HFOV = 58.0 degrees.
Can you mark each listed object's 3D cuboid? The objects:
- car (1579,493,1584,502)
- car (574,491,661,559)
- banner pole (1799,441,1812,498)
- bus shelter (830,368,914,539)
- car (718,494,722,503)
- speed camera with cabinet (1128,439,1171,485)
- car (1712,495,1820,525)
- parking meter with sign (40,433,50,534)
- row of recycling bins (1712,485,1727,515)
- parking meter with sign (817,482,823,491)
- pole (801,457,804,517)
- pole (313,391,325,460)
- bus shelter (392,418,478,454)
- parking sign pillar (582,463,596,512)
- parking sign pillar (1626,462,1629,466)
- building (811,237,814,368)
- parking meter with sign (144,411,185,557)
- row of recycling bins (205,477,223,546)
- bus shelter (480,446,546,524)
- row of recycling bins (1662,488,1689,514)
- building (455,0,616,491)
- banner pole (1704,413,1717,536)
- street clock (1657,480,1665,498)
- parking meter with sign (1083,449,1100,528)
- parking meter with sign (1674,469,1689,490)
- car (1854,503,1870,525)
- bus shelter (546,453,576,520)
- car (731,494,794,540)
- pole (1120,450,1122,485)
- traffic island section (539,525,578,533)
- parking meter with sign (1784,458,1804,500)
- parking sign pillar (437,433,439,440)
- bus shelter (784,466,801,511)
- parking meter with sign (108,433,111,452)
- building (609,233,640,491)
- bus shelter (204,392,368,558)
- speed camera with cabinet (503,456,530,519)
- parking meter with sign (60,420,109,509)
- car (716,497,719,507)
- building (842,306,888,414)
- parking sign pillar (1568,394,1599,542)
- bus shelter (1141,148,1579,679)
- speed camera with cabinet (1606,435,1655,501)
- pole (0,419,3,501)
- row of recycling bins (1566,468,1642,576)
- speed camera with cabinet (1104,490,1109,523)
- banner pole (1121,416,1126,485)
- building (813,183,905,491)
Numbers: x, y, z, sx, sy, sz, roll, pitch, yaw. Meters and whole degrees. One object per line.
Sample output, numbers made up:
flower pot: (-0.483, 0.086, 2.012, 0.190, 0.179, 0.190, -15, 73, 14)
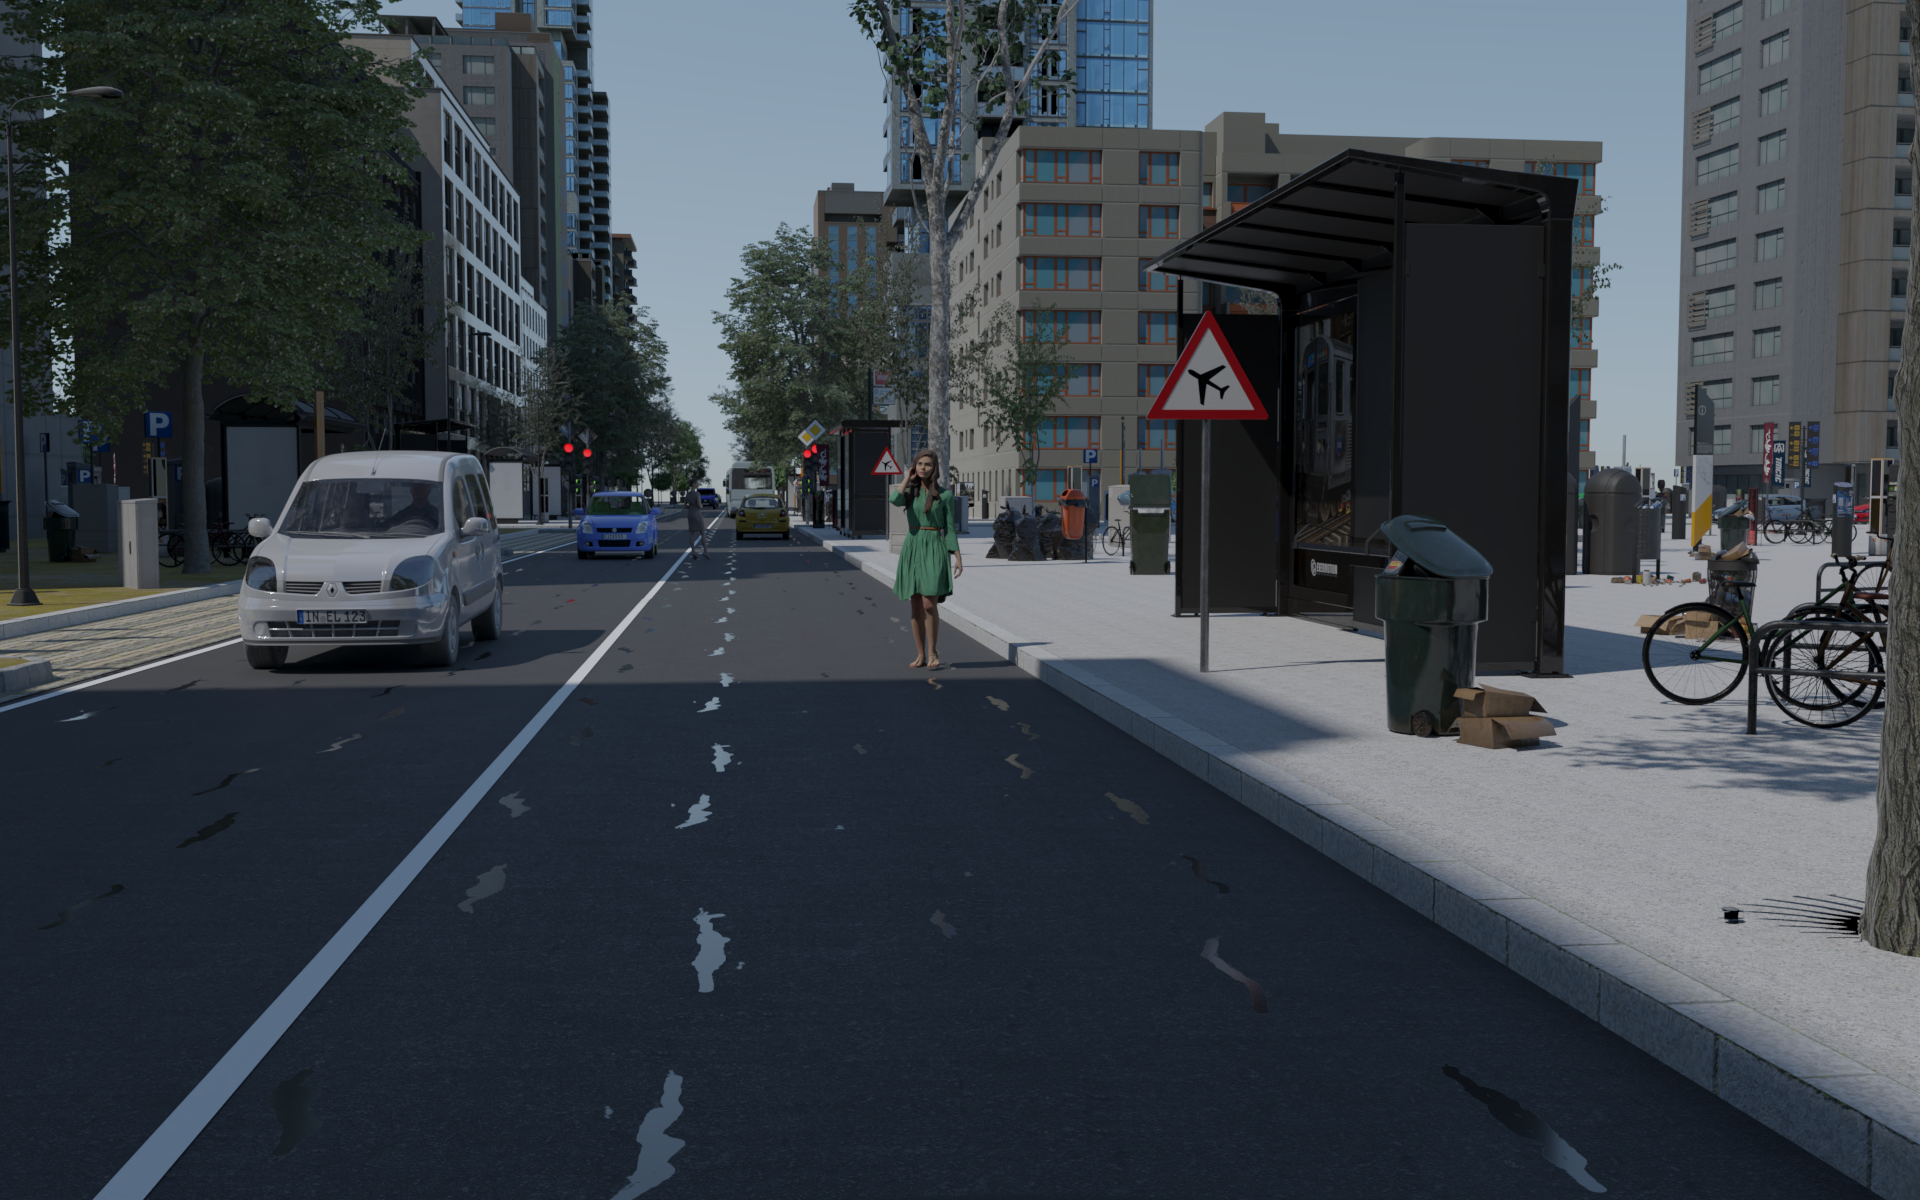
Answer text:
car: (27.059, -3.953, 73.424, 4.718, 1.807, 1.959, -1, 4, -9)
car: (-7.790, -1.830, 39.506, 1.945, 1.707, 3.694, -1, 4, -8)
banner pole: (39.612, -5.579, 81.230, 0.401, 3.779, 0.863, -1, 4, -18)
bus shelter: (-2.820, -4.615, 53.087, 2.179, 5.291, 8.768, 0, 4, -7)
car: (-38.819, -16.248, 275.436, 2.009, 1.686, 4.222, -1, 4, -9)
speed camera with cabinet: (6.571, -4.159, 62.342, 2.038, 3.252, 0.660, 1, 4, 9)
car: (34.580, -3.812, 74.322, 4.499, 1.417, 2.014, 0, 4, -8)
parking meter with sign: (-25.509, -3.288, 50.021, 0.543, 3.016, 1.738, 3, 5, 44)
row of recycling bins: (34.900, -4.466, 80.134, 1.069, 1.692, 3.534, 2, 4, 29)
parking meter with sign: (-8.707, -6.755, 106.699, 1.738, 3.016, 0.543, 3, 5, 41)
pole: (-8.640, -6.196, 95.154, 0.158, 3.312, 0.155, 0, 3, 0)
pole: (-12.732, -2.485, 34.468, 0.158, 3.312, 0.155, 0, 3, 0)
bus shelter: (-17.066, -3.997, 56.632, 1.731, 3.624, 6.357, 0, 4, -7)
parking sign pillar: (-24.952, -7.892, 117.504, 1.447, 3.967, 1.447, -1, 4, -21)
parking sign pillar: (56.018, -9.643, 146.136, 1.447, 3.967, 1.447, 2, 4, 34)
building: (-16.811, -36.301, 277.111, 14.154, 41.232, 14.086, 0, 4, -7)
parking meter with sign: (-16.337, -2.434, 36.060, 1.738, 3.016, 0.543, 3, 5, 44)
row of recycling bins: (-17.926, -2.219, 43.394, 1.069, 1.692, 3.534, 0, 4, -4)
bus shelter: (-19.729, -5.043, 76.369, 2.014, 3.302, 5.546, 0, 4, -7)
row of recycling bins: (46.579, -6.352, 110.970, 1.069, 1.692, 3.534, -3, 5, -40)
building: (-60.423, -57.296, 249.455, 22.319, 86.520, 31.000, 0, 4, -7)
banner pole: (23.120, -3.891, 53.628, 0.401, 3.779, 0.863, -1, 4, -15)
street clock: (34.962, -5.004, 86.390, 0.358, 2.002, 0.471, 0, 4, 1)
parking meter with sign: (5.083, -4.278, 66.213, 0.543, 3.016, 1.738, 0, 4, -3)
parking meter with sign: (50.169, -7.534, 119.436, 0.543, 3.016, 1.738, -3, 5, -41)
car: (40.803, -4.048, 75.227, 4.494, 1.783, 2.155, 0, 4, -7)
bus shelter: (-20.718, -5.739, 87.759, 2.014, 3.302, 5.546, 0, 4, -7)
car: (-6.348, -2.782, 55.705, 2.015, 1.641, 3.980, 0, 4, -6)
pole: (7.494, -5.270, 80.014, 0.158, 3.312, 0.155, 0, 3, 0)
traffic island section: (-14.499, -2.575, 64.376, 2.009, 0.180, 2.903, 0, 4, -7)
parking meter with sign: (40.214, -5.345, 83.654, 0.543, 3.016, 1.738, -1, 4, -9)
parking sign pillar: (-22.047, -5.101, 71.867, 1.447, 3.967, 1.447, 2, 4, 26)
bus shelter: (-11.980, -8.237, 128.604, 2.014, 3.302, 5.546, 0, 4, -7)
parking meter with sign: (-24.405, -3.194, 48.476, 0.543, 3.016, 1.738, 0, 4, -3)
building: (-63.704, -38.288, 280.634, 22.147, 44.769, 28.867, 0, 4, -7)
bus shelter: (-14.320, -2.645, 37.177, 2.014, 3.302, 5.546, 0, 4, -7)
speed camera with cabinet: (-22.665, -5.737, 88.144, 2.038, 3.252, 0.660, 3, 5, 43)
parking meter with sign: (-20.992, -2.760, 41.394, 0.543, 3.016, 1.738, -3, 5, -43)
car: (-27.576, -11.165, 191.338, 1.959, 1.807, 4.718, -1, 4, -8)
building: (2.921, -20.215, 175.547, 27.650, 21.520, 28.899, 0, 4, -7)
parking sign pillar: (16.112, -3.556, 46.613, 1.447, 3.967, 1.447, -3, 4, -37)
bus shelter: (3.109, -1.451, 15.003, 1.731, 3.624, 6.357, 0, 4, -7)
speed camera with cabinet: (22.645, -3.923, 58.475, 2.038, 3.252, 0.660, -2, 4, -35)
pole: (-25.137, -3.146, 45.283, 0.158, 3.312, 0.155, 0, 3, 0)
row of recycling bins: (9.068, -1.266, 27.806, 3.534, 1.692, 1.069, 1, 4, 10)
speed camera with cabinet: (7.160, -4.936, 75.038, 0.660, 3.252, 2.038, -3, 5, -44)
banner pole: (5.279, -4.031, 55.919, 0.401, 3.779, 0.863, 1, 4, 12)
building: (-13.744, -36.626, 248.951, 14.600, 45.320, 14.200, 0, 4, -7)
